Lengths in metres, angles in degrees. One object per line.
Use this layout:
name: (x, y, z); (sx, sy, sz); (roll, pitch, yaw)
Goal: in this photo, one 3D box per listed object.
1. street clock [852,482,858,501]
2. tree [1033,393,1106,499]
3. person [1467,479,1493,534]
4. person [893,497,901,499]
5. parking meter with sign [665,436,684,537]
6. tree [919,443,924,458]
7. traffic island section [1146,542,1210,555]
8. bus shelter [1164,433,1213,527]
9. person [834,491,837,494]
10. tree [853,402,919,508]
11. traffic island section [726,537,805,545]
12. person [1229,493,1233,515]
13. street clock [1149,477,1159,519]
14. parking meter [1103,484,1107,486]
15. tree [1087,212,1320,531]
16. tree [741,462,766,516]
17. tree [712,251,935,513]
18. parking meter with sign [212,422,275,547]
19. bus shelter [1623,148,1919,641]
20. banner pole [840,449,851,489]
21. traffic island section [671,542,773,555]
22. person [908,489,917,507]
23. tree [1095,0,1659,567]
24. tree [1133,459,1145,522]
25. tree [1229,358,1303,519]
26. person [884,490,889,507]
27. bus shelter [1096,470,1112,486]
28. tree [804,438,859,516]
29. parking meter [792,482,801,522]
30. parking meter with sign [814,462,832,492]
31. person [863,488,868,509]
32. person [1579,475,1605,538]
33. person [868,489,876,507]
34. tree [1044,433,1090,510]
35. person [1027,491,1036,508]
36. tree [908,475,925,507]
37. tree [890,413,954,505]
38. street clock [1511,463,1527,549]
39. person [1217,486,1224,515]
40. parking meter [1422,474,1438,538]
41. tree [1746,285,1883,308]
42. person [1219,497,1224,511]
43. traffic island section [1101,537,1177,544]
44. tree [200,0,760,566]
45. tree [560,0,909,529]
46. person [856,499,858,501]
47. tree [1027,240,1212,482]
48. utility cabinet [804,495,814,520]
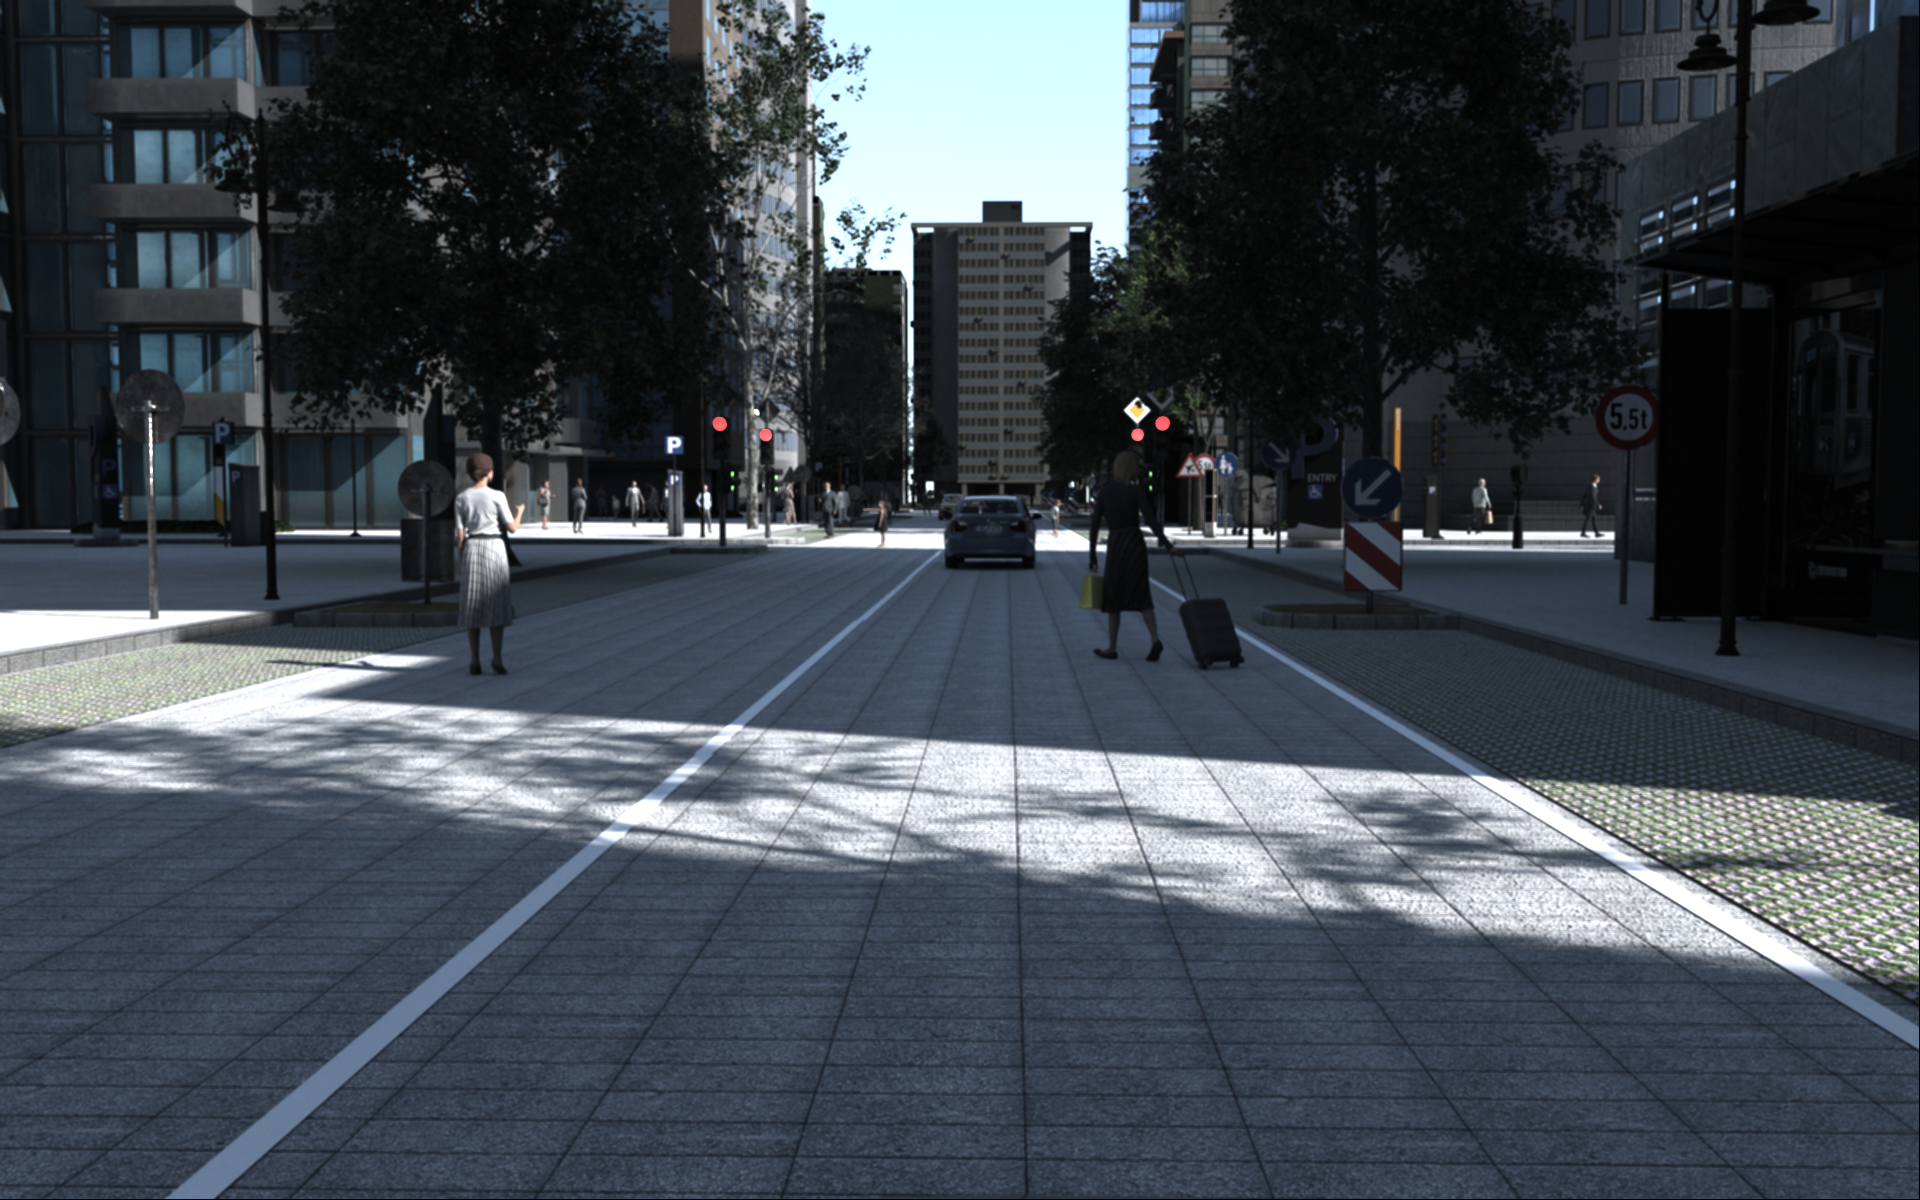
street clock: (-6.461, -6.253, 106.810); (0.358, 2.002, 0.471); (1, 4, 15)
tree: (10.830, -15.054, 164.253); (7.486, 12.596, 7.792); (0, 3, 0)
person: (16.599, -2.976, 55.180); (0.515, 1.767, 0.782); (-2, 4, -32)
person: (-6.371, -10.160, 175.384); (0.991, 1.433, 0.599); (-3, 5, -42)
parking meter with sign: (-8.675, -3.463, 52.888); (0.543, 3.016, 1.738); (0, 4, -7)
tree: (-5.621, -12.987, 162.705); (4.360, 8.622, 3.978); (0, 3, 0)
traffic island section: (4.906, -1.214, 42.137); (2.009, 0.180, 2.903); (0, 4, 2)
bus shelter: (8.993, -4.796, 69.692); (1.731, 3.624, 6.357); (0, 4, 1)
person: (-14.385, -11.720, 198.222); (0.990, 1.755, 0.434); (0, 4, -6)
tree: (-6.270, -11.247, 134.253); (4.360, 8.622, 3.978); (0, 3, 0)
traffic island section: (-5.615, -1.721, 50.414); (2.009, 0.180, 2.903); (0, 4, 2)
person: (16.960, -6.151, 106.706); (0.778, 1.811, 0.616); (0, 4, 1)
street clock: (7.794, -3.986, 69.738); (0.471, 2.002, 0.358); (2, 4, 28)
parking meter: (8.153, -5.551, 96.474); (0.255, 1.863, 0.399); (-3, 5, -43)
tree: (8.484, -8.228, 60.279); (9.928, 11.665, 9.643); (0, 3, 0)
tree: (-12.020, -6.645, 103.244); (1.663, 3.219, 1.824); (0, 3, 0)
tree: (-7.486, -10.842, 87.644); (12.009, 13.543, 11.850); (0, 3, 0)
parking meter with sign: (-17.546, -2.830, 42.539); (0.543, 3.016, 1.738); (1, 4, 12)
bus shelter: (7.439, -1.416, 14.432); (1.731, 3.624, 6.357); (0, 4, 2)
banner pole: (-6.397, -6.494, 96.193); (0.863, 3.779, 0.401); (-3, 4, -36)
traffic island section: (-5.832, -1.232, 42.432); (2.009, 0.180, 2.903); (0, 4, 2)
person: (-4.569, -9.904, 168.118); (0.705, 1.807, 1.348); (-3, 5, -41)
tree: (7.130, -6.916, 30.088); (9.611, 12.733, 9.660); (0, 3, 0)
tree: (8.171, -5.230, 80.117); (1.663, 3.219, 1.824); (0, 3, 0)
tree: (12.737, -7.323, 70.101); (4.360, 8.622, 3.978); (0, 3, 0)
person: (-7.523, -10.421, 177.093); (0.551, 1.740, 0.621); (2, 4, 30)
bus shelter: (10.666, -7.866, 122.531); (2.014, 3.302, 5.546); (0, 4, 2)
tree: (-7.518, -7.161, 100.795); (4.285, 4.588, 4.351); (0, 3, 0)
parking meter: (-7.544, -4.534, 79.847); (0.399, 1.863, 0.255); (-1, 4, -11)
parking meter with sign: (-7.304, -6.014, 94.590); (0.543, 3.016, 1.738); (1, 4, 23)
person: (-8.265, -8.838, 150.644); (0.705, 1.812, 1.348); (-2, 4, -27)
person: (18.630, -2.758, 50.921); (0.755, 1.850, 0.659); (0, 4, 8)
person: (-8.816, -10.022, 170.610); (1.217, 1.736, 0.721); (2, 4, 27)
tree: (10.762, -13.517, 171.370); (4.737, 8.622, 4.395); (0, 3, 0)
person: (7.212, -10.140, 175.110); (1.217, 1.723, 0.721); (3, 5, 45)
tree: (-4.593, -10.978, 174.091); (1.663, 3.219, 1.824); (0, 3, 0)
tree: (-4.402, -16.231, 199.792); (8.767, 10.594, 7.601); (1, 4, 14)
street clock: (13.058, -2.197, 40.493); (0.358, 2.002, 0.471); (3, 4, 39)
person: (15.903, -6.107, 106.090); (0.606, 1.804, 0.583); (-2, 4, -25)
parking meter: (13.805, -2.763, 50.880); (0.399, 1.863, 0.255); (0, 4, -6)
tree: (10.227, -2.177, 19.309); (4.285, 4.588, 4.351); (0, 3, 0)
person: (20.082, -7.646, 134.319); (1.065, 1.426, 0.557); (1, 4, 20)
traffic island section: (5.122, -1.703, 50.119); (2.009, 0.180, 2.903); (0, 4, 2)
tree: (-8.264, -6.945, 30.552); (9.611, 12.733, 9.660); (0, 3, 0)
tree: (-8.225, -12.559, 61.231); (12.611, 20.169, 13.585); (0, 3, 0)
person: (-11.056, -10.944, 184.615); (1.348, 1.869, 0.705); (-1, 4, -20)
tree: (8.333, -11.083, 87.869); (9.857, 13.997, 8.962); (0, 3, 0)
utility cabinet: (-7.625, -4.597, 86.319); (1.020, 1.237, 0.306); (-2, 4, -27)
